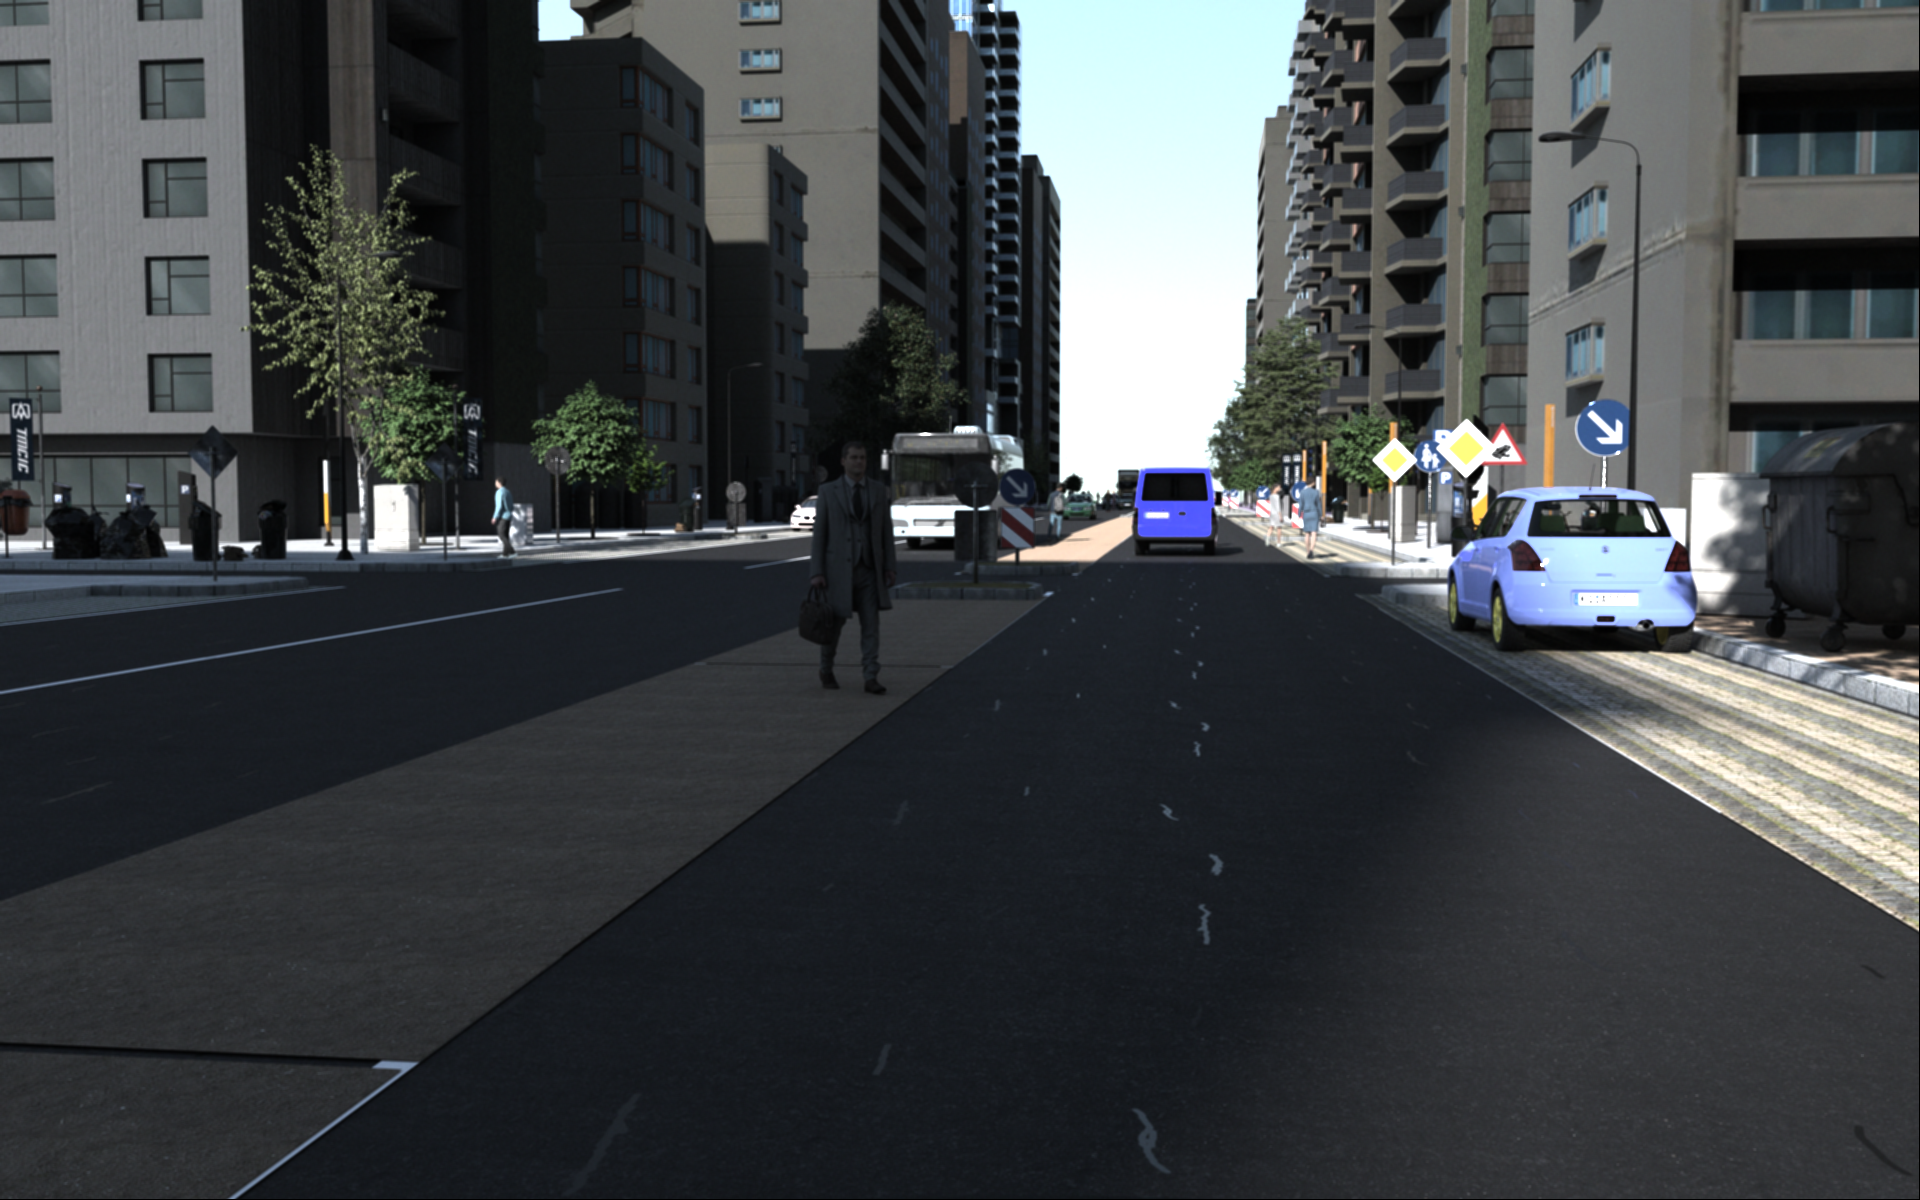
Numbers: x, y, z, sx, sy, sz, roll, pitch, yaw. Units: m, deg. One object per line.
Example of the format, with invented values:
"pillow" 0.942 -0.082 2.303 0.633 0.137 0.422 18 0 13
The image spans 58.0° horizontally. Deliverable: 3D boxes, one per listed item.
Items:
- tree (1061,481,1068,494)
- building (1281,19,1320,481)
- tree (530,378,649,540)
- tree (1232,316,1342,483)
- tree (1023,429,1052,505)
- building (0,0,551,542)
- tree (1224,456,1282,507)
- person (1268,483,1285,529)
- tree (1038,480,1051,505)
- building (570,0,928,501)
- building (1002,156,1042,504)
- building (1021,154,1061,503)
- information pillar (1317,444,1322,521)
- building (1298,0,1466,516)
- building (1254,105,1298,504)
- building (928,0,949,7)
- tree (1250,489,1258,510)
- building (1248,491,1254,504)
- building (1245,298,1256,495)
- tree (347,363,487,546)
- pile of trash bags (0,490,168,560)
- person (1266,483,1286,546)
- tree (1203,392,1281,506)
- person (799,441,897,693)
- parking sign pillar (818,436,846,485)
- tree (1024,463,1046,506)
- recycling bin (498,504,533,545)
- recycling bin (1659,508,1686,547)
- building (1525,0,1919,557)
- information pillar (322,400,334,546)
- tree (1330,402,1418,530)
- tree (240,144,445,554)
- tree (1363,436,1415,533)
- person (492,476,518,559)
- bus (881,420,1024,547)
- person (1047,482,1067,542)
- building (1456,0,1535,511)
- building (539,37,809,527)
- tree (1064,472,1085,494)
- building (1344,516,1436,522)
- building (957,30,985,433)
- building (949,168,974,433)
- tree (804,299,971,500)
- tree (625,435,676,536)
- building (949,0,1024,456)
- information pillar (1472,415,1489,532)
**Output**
"tree" 14.181 -14.899 238.194 1.663 3.219 1.824 0 3 0
"building" 41.824 -33.059 160.116 23.786 49.044 30.456 0 4 7
"tree" -10.361 -4.002 49.148 4.285 4.588 4.351 0 3 0
"tree" 20.922 -11.790 110.898 7.486 12.596 7.792 0 3 0
"tree" 8.658 -14.994 195.507 4.737 8.622 4.395 0 3 0
"building" -21.650 -17.125 51.691 14.160 30.474 14.107 0 4 7
"tree" 23.782 -9.323 136.146 4.285 4.588 4.351 0 3 0
"person" 13.048 -3.877 71.244 0.474 1.900 0.648 -3 5 -42
"tree" 9.902 -13.109 208.939 1.663 3.219 1.824 0 3 0
"building" -14.306 -30.346 119.866 21.300 48.544 21.600 0 4 7
"building" 3.537 -35.614 232.392 14.600 45.320 14.200 0 4 7
"building" 3.149 -38.377 251.165 21.300 48.544 21.600 0 4 7
"information pillar" 16.875 -5.497 81.231 0.183 3.616 0.504 3 5 42
"building" 37.360 -29.134 130.971 22.147 44.769 28.867 0 4 7
"building" 47.393 -35.959 211.625 21.300 48.544 21.600 0 4 7
"building" -8.651 -29.794 137.246 14.600 45.320 14.200 0 4 7
"tree" 24.079 -8.932 140.632 1.663 3.219 1.824 0 3 0
"building" 55.582 -33.143 233.761 32.217 40.220 23.993 0 4 7
"building" 48.845 -29.505 254.113 14.160 30.474 14.107 0 4 7
"tree" -13.599 -3.657 43.505 4.285 4.588 4.351 0 3 0
"pile of trash bags" -17.722 -1.531 34.784 3.447 1.369 1.912 1 4 9
"person" 8.563 -2.310 47.022 0.466 1.731 0.760 2 4 33
"tree" 31.947 -16.939 193.958 9.611 12.733 9.660 0 3 0
"person" -0.784 -0.239 12.510 0.694 1.812 0.767 -1 4 -21
"parking sign pillar" -5.909 -5.611 80.218 1.447 3.967 1.447 1 4 13
"tree" 7.291 -11.995 179.825 4.285 4.588 4.351 0 3 0
"recycling bin" -11.205 -1.904 43.679 0.722 1.027 0.722 0 4 0
"recycling bin" 12.280 -1.094 30.448 0.722 1.027 0.722 0 4 4
"building" 25.314 -25.482 40.340 21.600 48.544 21.300 0 4 7
"information pillar" -15.642 -3.146 42.795 0.183 3.616 0.504 -1 4 -12
"tree" 14.735 -4.781 61.889 4.285 4.588 4.351 0 3 0
"tree" -12.773 -5.274 36.588 4.737 8.622 4.395 0 3 0
"tree" 13.957 -3.836 57.328 1.663 3.219 1.824 0 3 0
"person" -9.916 -1.792 37.816 0.620 1.820 0.660 0 4 8
"bus" 0.096 -3.324 49.204 2.948 3.499 13.247 0 4 6
"person" 2.908 -2.634 51.912 0.623 1.781 0.721 1 4 14
"building" 24.311 -17.601 59.473 14.160 30.474 14.107 0 4 7
"building" -23.857 -14.490 81.950 27.650 21.520 28.899 0 4 7
"tree" 16.805 -16.600 255.127 4.285 4.588 4.351 0 3 0
"building" 30.213 -26.554 88.775 22.147 44.769 28.867 0 4 7
"building" -5.247 -31.580 166.447 14.600 45.320 14.200 0 4 7
"building" -6.612 -23.300 152.660 14.160 30.474 14.107 0 4 7
"tree" -3.947 -11.305 101.848 9.611 12.733 9.660 0 3 0
"tree" -9.941 -3.625 53.877 1.663 3.219 1.824 0 3 0
"building" -2.894 -54.835 209.224 22.319 86.520 31.000 0 4 7
"information pillar" 15.335 -3.655 51.112 0.504 3.616 0.183 -1 4 -16
